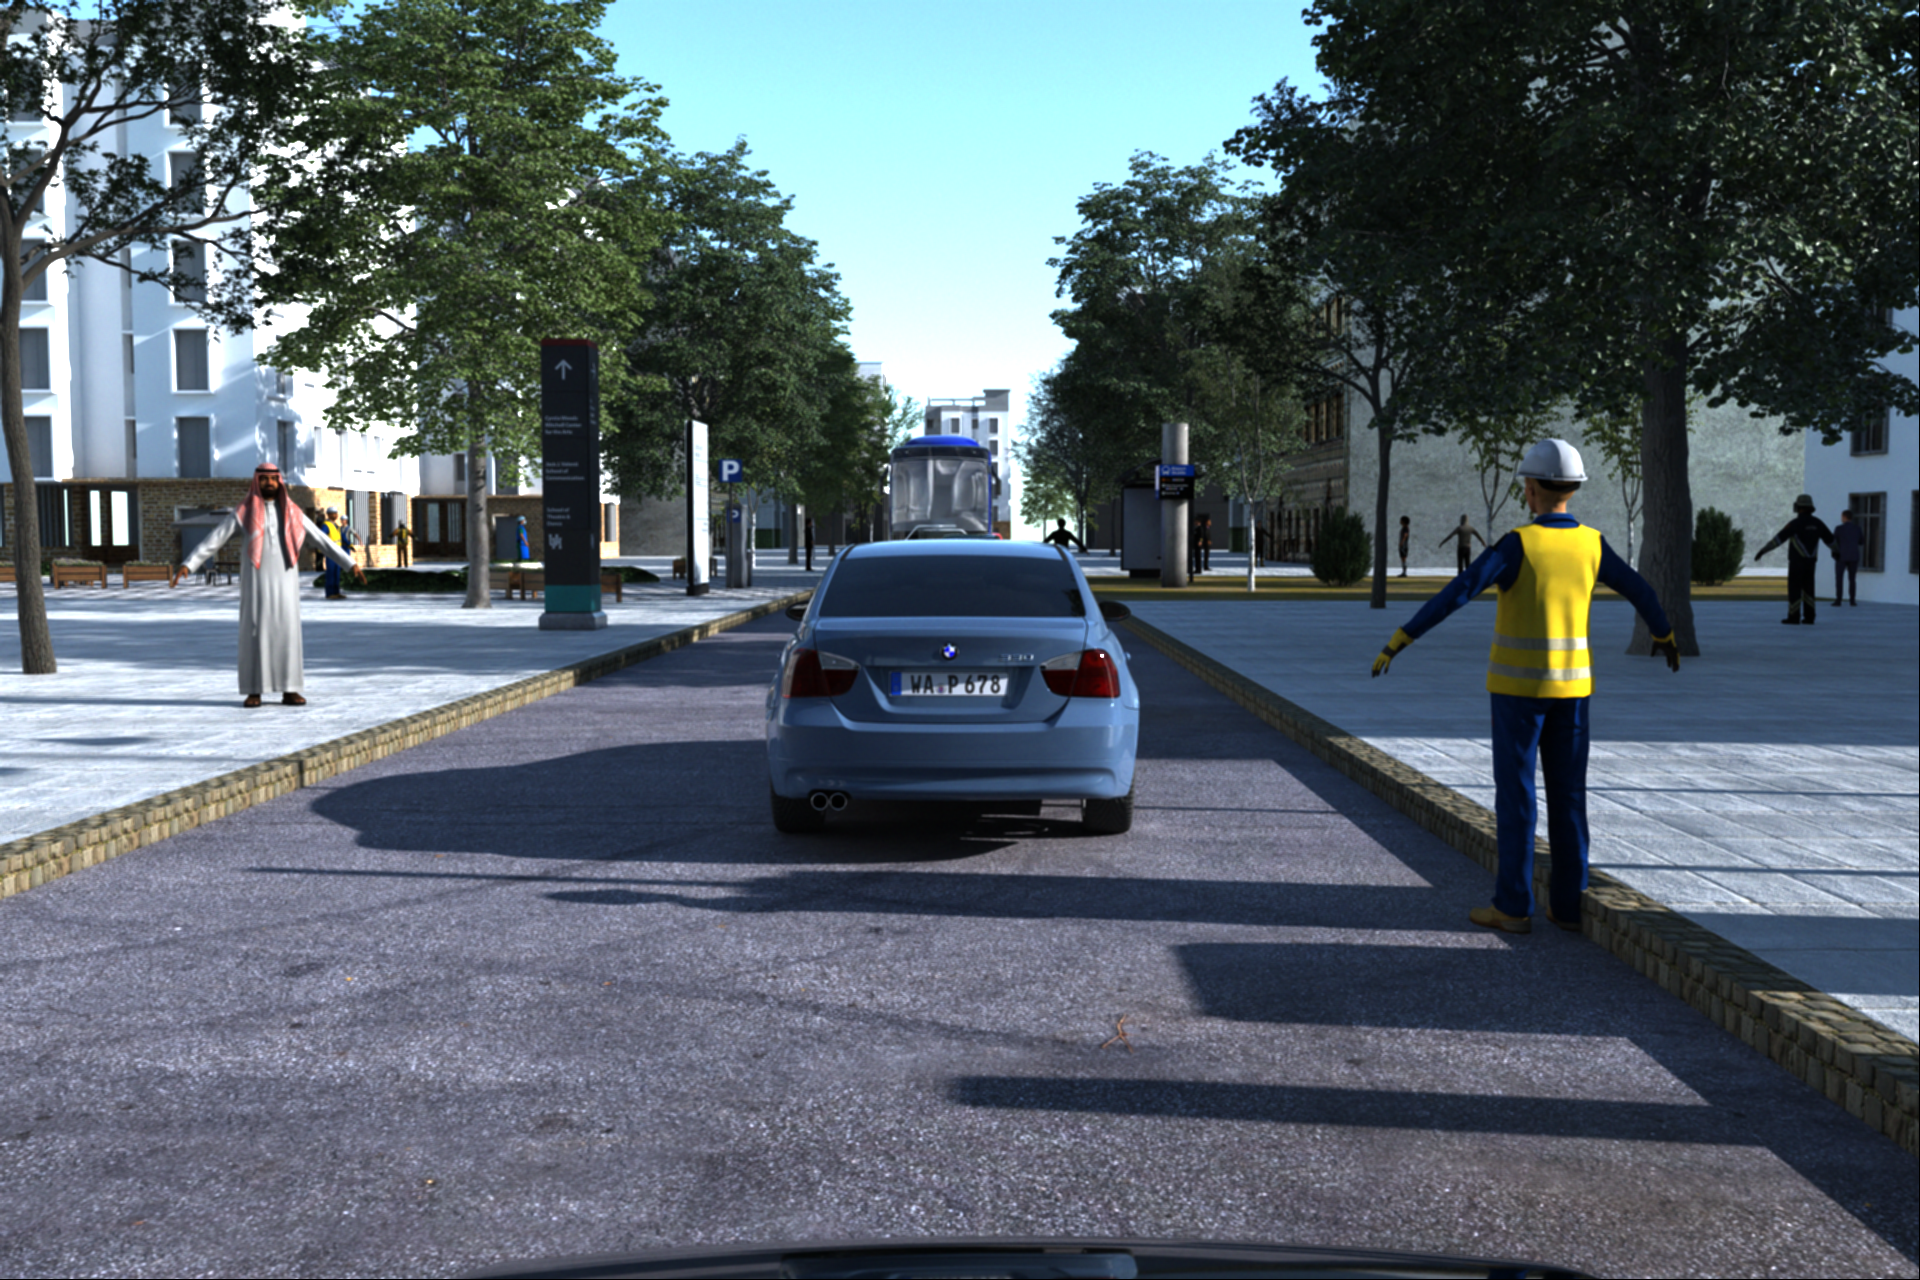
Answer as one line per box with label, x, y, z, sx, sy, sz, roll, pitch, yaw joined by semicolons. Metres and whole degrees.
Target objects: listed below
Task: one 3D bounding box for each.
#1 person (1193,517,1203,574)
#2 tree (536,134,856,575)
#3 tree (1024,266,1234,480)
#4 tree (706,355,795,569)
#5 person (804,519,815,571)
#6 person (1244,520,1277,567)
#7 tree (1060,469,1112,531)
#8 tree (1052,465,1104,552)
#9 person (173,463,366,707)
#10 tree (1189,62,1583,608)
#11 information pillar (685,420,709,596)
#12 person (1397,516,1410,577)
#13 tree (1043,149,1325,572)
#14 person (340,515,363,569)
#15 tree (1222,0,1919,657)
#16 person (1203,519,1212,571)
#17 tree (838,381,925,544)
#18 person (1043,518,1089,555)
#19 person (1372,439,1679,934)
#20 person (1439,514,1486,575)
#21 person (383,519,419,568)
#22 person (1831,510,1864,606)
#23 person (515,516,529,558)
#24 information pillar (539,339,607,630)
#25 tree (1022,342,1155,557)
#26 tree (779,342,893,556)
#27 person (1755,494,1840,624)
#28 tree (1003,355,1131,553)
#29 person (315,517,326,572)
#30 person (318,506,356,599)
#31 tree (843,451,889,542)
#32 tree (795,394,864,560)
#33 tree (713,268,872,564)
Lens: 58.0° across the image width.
person;7.594;-3.033;55.522;0.705;1.837;1.347;0;4;-6
tree;-8.180;-9.034;54.357;9.857;13.997;8.962;0;3;0
tree;8.133;-10.326;79.193;12.009;13.543;11.850;0;3;0
tree;-7.759;-6.947;63.943;4.737;8.622;4.395;0;3;0
person;-5.235;-3.308;60.274;0.705;1.806;1.347;-1;4;-10
person;11.681;-3.755;67.535;1.346;1.812;0.704;-1;4;-10
tree;9.353;-11.079;131.506;4.737;8.622;4.395;0;3;0
tree;8.343;-10.656;124.592;4.360;8.622;3.978;0;3;0
person;-5.149;-0.415;12.936;1.347;1.811;0.704;-2;4;-30
tree;7.590;-5.835;29.821;7.601;10.594;8.767;-1;4;-17
information pillar;-5.542;-2.766;36.536;0.184;3.620;1.656;0;4;2
person;13.224;-2.787;51.713;0.704;1.843;1.345;1;4;14
tree;7.268;-9.159;56.409;9.857;13.997;8.962;0;3;0
person;-18.078;-2.751;50.829;1.347;1.847;0.705;1;4;16
tree;7.428;-6.807;17.945;9.857;13.997;8.962;0;3;0
person;8.706;-3.343;60.881;0.704;1.802;1.346;1;4;10
tree;-6.432;-11.584;115.151;9.928;11.665;9.643;0;3;0
person;2.442;-2.024;41.739;1.347;1.806;0.705;0;4;2
person;2.093;0.158;6.338;1.216;1.772;0.721;-1;4;-11
person;13.524;-2.470;46.510;1.348;1.813;0.705;-1;4;-10
person;-21.278;-3.687;66.043;1.354;1.858;0.705;-2;4;-32
person;15.779;-1.458;30.808;0.541;1.710;0.530;1;4;19
person;-12.972;-2.767;51.369;0.704;1.817;1.347;-1;4;-19
information pillar;-5.232;-2.077;23.331;0.750;3.857;0.750;0;4;1
tree;8.717;-11.531;98.894;12.009;13.543;11.850;0;3;0
tree;-7.494;-11.234;101.803;7.486;12.596;7.792;0;3;0
person;11.985;-1.150;24.677;1.351;1.845;0.704;-1;4;-12
tree;8.098;-12.498;114.719;12.009;13.543;11.850;0;3;0
person;-21.808;-3.258;59.050;0.705;1.856;1.354;0;4;4
person;-12.447;-1.741;34.436;0.705;1.833;1.349;1;4;9
tree;-6.967;-11.174;133.051;4.737;8.622;4.395;0;3;0
tree;-6.964;-8.226;84.851;4.737;8.622;4.395;0;3;0
tree;-7.381;-9.524;73.846;7.486;12.596;7.792;0;3;0
